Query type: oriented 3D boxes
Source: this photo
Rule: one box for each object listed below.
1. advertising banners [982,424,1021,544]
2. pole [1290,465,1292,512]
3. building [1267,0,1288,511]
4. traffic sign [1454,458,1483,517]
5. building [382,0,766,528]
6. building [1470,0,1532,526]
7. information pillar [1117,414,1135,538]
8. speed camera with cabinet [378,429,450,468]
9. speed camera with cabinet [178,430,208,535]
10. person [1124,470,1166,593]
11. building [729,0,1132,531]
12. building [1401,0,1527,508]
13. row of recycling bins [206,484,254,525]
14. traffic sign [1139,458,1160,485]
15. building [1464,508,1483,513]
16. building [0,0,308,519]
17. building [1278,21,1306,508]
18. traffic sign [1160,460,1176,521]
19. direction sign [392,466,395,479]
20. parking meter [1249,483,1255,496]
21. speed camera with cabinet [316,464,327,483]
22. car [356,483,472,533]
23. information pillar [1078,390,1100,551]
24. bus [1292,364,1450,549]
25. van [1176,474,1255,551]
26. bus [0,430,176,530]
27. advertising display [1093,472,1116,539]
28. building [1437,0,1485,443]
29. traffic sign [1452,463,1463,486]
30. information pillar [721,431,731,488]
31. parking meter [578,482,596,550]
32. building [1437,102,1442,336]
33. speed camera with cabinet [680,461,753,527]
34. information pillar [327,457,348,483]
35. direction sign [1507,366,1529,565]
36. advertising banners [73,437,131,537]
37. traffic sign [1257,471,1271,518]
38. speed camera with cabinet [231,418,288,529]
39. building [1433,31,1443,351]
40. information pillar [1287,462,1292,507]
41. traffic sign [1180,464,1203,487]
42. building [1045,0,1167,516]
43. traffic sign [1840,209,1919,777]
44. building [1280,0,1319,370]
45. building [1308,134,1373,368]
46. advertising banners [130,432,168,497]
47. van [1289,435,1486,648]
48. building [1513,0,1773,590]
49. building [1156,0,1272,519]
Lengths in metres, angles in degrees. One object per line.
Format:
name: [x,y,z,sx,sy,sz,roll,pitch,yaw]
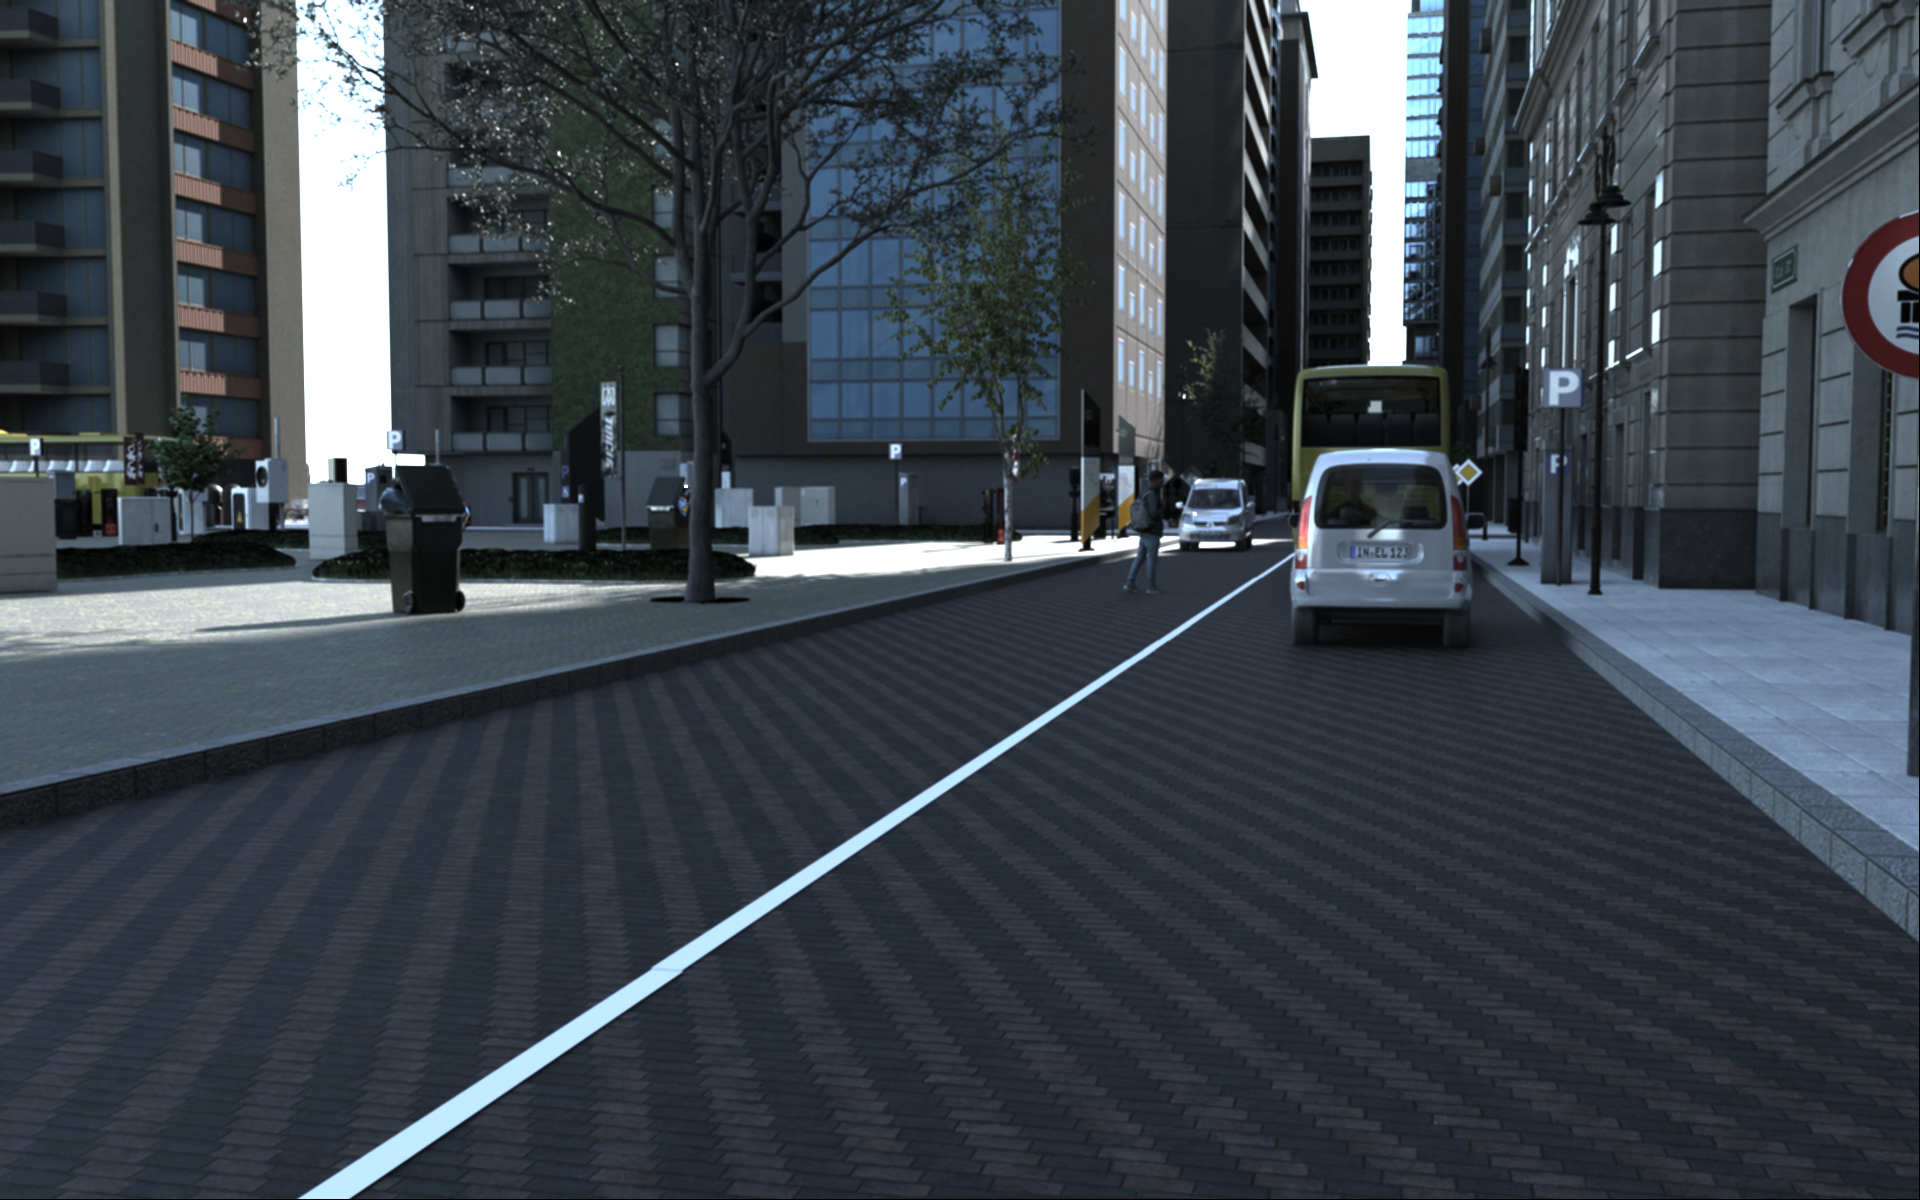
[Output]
advertising banners: [1.056,-2.937,44.213,0.090,3.025,2.074,-2,4,-26]
pole: [23.308,-7.813,121.580,0.158,3.312,0.155,0,3,0]
building: [17.255,-51.062,147.535,22.319,86.520,31.000,1,4,14]
traffic sign: [14.249,-2.749,48.592,0.795,2.450,0.064,1,4,14]
building: [-15.257,-23.701,71.106,14.086,41.232,14.154,1,4,14]
building: [33.928,-23.164,70.610,23.993,40.220,32.217,1,4,14]
information pillar: [4.841,-3.617,50.489,0.504,3.616,0.183,1,4,21]
speed camera with cabinet: [-16.691,-3.585,52.959,2.038,3.252,0.660,0,4,3]
speed camera with cabinet: [-23.779,-3.629,53.666,0.660,3.252,2.038,-2,4,-32]
person: [2.746,-0.993,25.086,0.721,1.781,0.623,-2,4,-28]
building: [0.258,-25.494,66.936,14.600,45.320,14.200,1,4,14]
building: [67.880,-55.351,217.655,31.000,86.520,22.319,1,4,14]
row of recycling bins: [-30.302,-3.926,71.300,3.534,1.692,1.069,0,4,4]
traffic sign: [5.376,-2.884,49.288,0.606,2.300,0.079,1,4,20]
building: [44.263,-48.711,109.088,22.319,86.520,31.000,1,4,14]
building: [-48.517,-26.302,84.665,28.867,44.769,22.147,1,4,14]
building: [26.325,-31.785,169.802,14.600,45.320,14.200,1,4,14]
traffic sign: [5.905,-2.875,50.650,0.795,2.450,0.064,1,4,14]
direction sign: [-45.326,-8.981,138.836,0.876,3.537,0.379,-1,4,-16]
parking meter: [15.395,-5.235,91.297,0.255,1.863,0.399,2,4,26]
speed camera with cabinet: [-41.155,-7.300,113.693,2.038,3.252,0.660,-3,5,-43]
car: [-19.365,-3.120,59.687,5.304,1.827,2.281,1,4,15]
information pillar: [2.932,-2.916,39.025,0.504,3.616,0.183,-2,4,-33]
bus: [8.194,-2.617,34.332,2.896,3.916,12.252,1,4,14]
van: [6.658,-2.315,44.855,2.013,2.044,4.112,1,4,13]
bus: [-35.129,-4.475,64.716,12.252,3.916,2.896,1,4,14]
advertising display: [4.024,-2.729,49.831,0.974,1.923,0.123,-2,4,-24]
building: [44.632,-29.630,134.555,14.600,45.320,14.200,1,4,14]
traffic sign: [16.149,-3.224,56.349,0.795,2.450,0.064,1,4,14]
information pillar: [-8.630,-4.440,63.941,0.504,3.616,0.183,3,5,44]
parking meter: [-8.056,-1.775,37.432,0.372,1.533,0.369,0,3,0]
building: [62.083,-34.459,183.014,23.786,49.044,30.456,1,4,14]
speed camera with cabinet: [-6.951,-3.374,49.494,2.038,3.252,0.660,-2,4,-31]
information pillar: [-12.412,-1.841,34.584,0.304,2.012,0.304,3,5,44]
direction sign: [10.084,-2.396,31.172,0.379,3.537,0.876,2,4,32]
advertising banners: [-25.795,-3.440,52.427,0.090,3.025,2.074,3,4,38]
traffic sign: [16.608,-5.789,94.755,0.768,2.556,0.104,1,4,21]
speed camera with cabinet: [-18.379,-3.123,45.402,2.038,3.252,0.660,3,5,41]
building: [53.949,-30.583,154.651,22.147,44.769,28.867,1,4,14]
information pillar: [23.388,-8.027,122.603,0.183,3.616,0.504,-3,4,-38]
traffic sign: [7.806,-3.350,58.407,0.795,2.450,0.064,1,4,14]
building: [14.913,-29.043,124.971,14.600,45.320,14.200,1,4,14]
traffic sign: [4.356,-0.471,7.806,0.768,2.556,0.104,1,4,18]
building: [25.142,-36.923,192.922,27.495,52.752,28.713,1,4,14]
building: [42.321,-36.777,225.002,21.600,48.544,21.300,1,4,14]
advertising banners: [-23.394,-3.303,50.186,0.090,3.025,2.074,0,4,-1]
van: [4.331,-0.652,17.677,2.013,2.044,4.112,1,4,15]
building: [17.812,-14.420,33.032,12.463,27.353,25.104,1,4,14]
building: [6.534,-29.150,100.304,21.300,48.544,21.600,1,4,14]
